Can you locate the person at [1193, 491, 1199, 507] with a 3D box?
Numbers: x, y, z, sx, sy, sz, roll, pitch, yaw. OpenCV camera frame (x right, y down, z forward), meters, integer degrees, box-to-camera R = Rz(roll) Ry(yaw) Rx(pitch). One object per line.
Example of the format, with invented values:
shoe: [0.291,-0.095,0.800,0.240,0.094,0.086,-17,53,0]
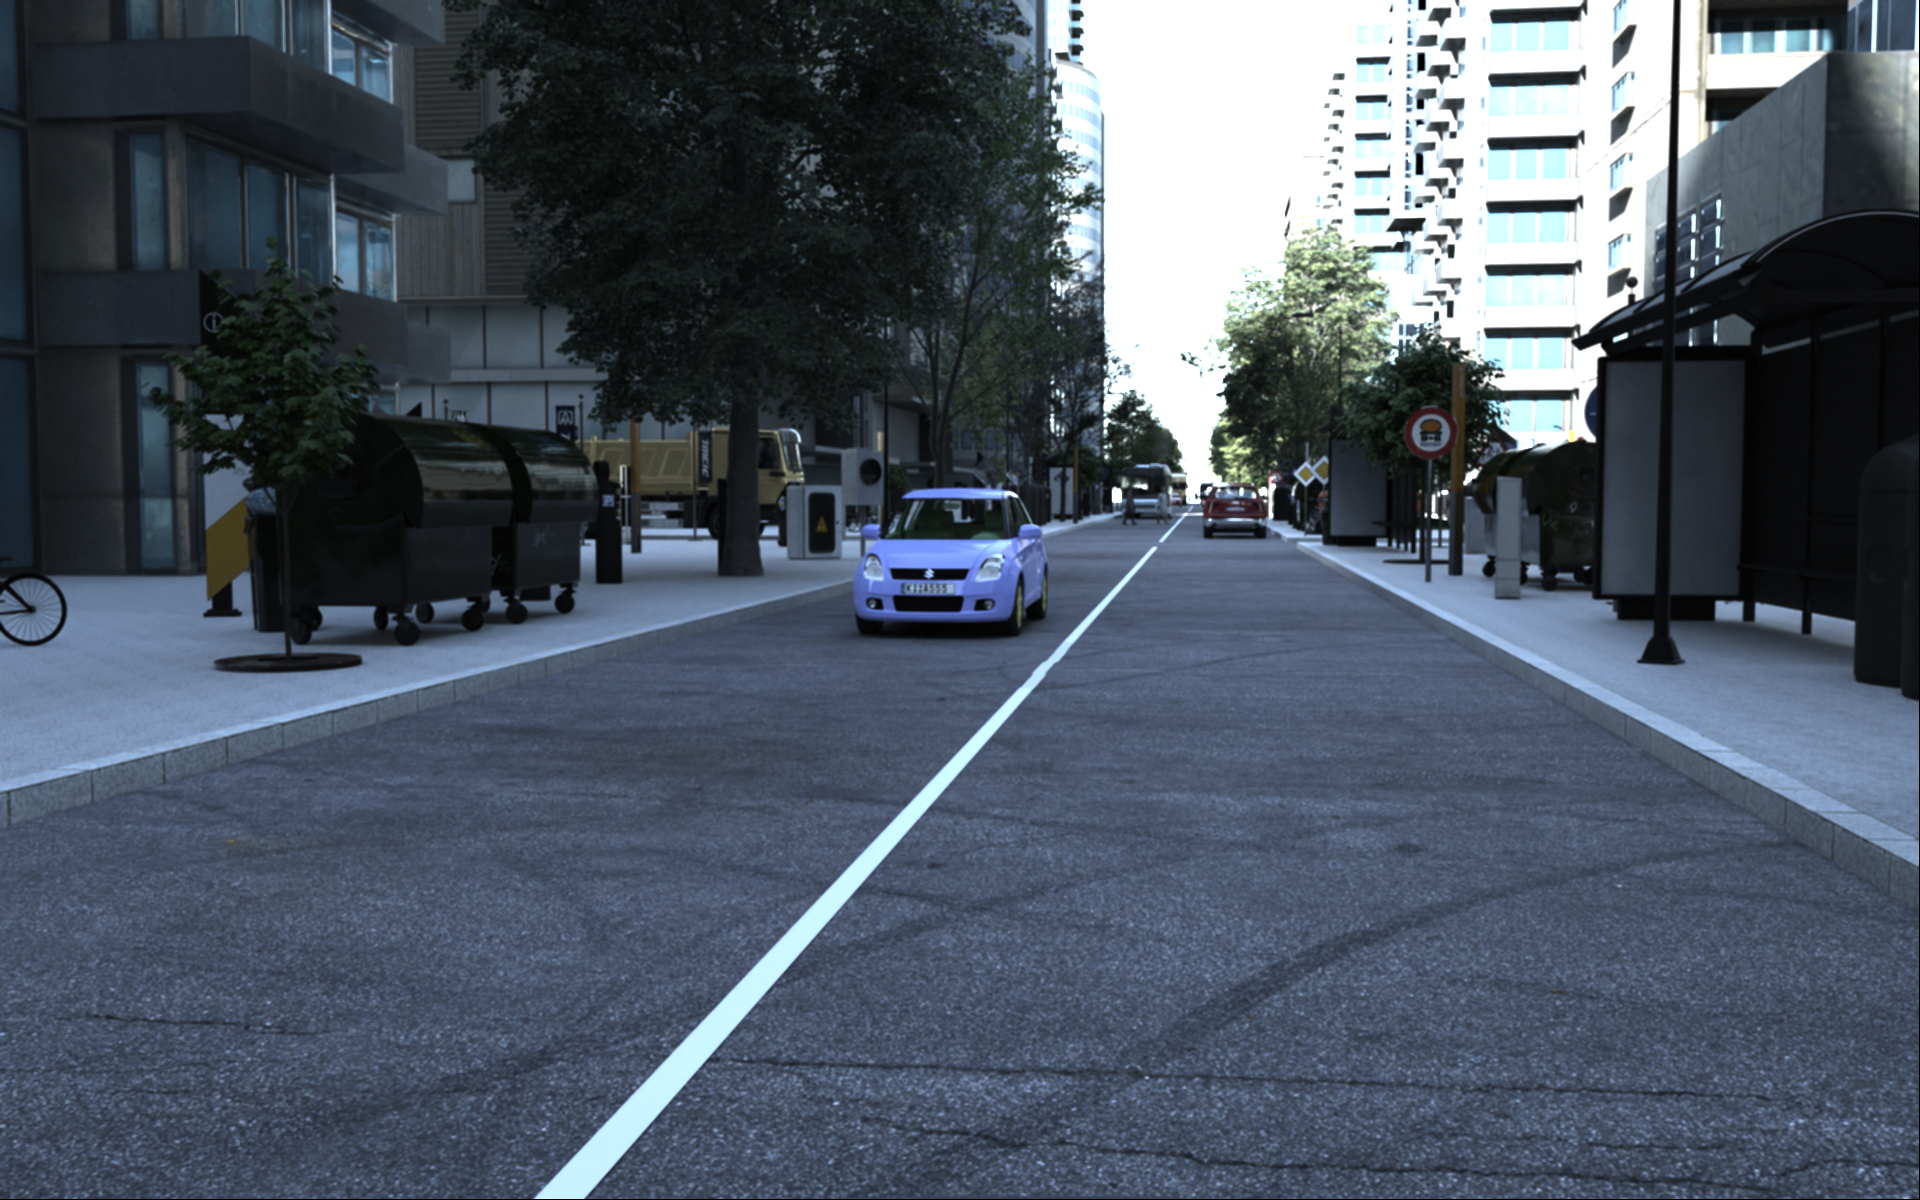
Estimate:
person: [26.844,-11.541,197.069,0.709,1.838,0.599,0,4,6]

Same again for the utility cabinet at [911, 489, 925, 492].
utility cabinet: [-1.683,-4.380,80.296,1.173,1.500,0.318,0,4,7]

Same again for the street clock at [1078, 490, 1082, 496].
street clock: [7.589,-6.473,110.407,0.358,2.002,0.471,1,4,9]

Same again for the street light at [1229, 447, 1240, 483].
street light: [22.679,-10.240,139.969,1.470,5.913,1.316,0,4,8]

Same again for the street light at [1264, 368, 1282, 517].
street light: [11.925,-5.596,64.037,1.470,5.913,1.316,0,4,8]

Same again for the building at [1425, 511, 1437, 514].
building: [40.552,-29.870,107.981,23.786,49.044,30.456,0,4,8]

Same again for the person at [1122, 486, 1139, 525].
person: [7.920,-4.396,80.479,0.767,1.812,0.694,1,4,9]

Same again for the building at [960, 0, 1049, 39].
building: [-4.380,-36.793,143.570,21.231,58.520,28.212,0,4,8]

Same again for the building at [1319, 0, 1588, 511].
building: [48.123,-33.942,174.559,23.786,49.044,30.456,0,4,8]

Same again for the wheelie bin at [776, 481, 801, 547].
wheelie bin: [-4.055,-2.112,42.438,0.693,1.594,0.980,1,4,22]

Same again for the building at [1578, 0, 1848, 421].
building: [36.331,-27.134,67.350,21.600,48.544,21.300,0,4,8]

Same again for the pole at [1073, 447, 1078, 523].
pole: [5.050,-5.002,75.621,0.158,3.312,0.155,0,3,0]

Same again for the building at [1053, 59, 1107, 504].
building: [8.383,-42.362,234.618,21.231,58.520,28.212,0,4,8]

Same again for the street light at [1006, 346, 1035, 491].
street light: [2.018,-4.979,53.944,1.470,5.913,1.316,0,4,8]

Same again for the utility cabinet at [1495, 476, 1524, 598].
utility cabinet: [6.869,-0.793,21.644,0.318,1.500,1.173,1,4,18]

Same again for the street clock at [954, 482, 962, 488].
street clock: [-0.101,-5.988,102.480,0.471,2.002,0.358,-3,5,-40]

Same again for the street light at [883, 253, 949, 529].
street light: [-0.907,-3.734,33.587,1.470,5.913,1.316,0,4,8]

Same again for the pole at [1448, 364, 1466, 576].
pole: [7.822,-2.043,27.240,0.158,3.312,0.155,0,3,0]

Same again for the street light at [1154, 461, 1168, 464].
street light: [24.346,-14.651,212.090,1.470,5.913,1.316,0,4,8]

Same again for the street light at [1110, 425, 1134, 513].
street light: [10.713,-8.779,116.075,1.470,5.913,1.316,0,4,8]

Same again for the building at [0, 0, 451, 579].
building: [-25.743,-24.950,27.534,30.456,49.044,23.786,0,4,8]

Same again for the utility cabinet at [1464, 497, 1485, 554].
utility cabinet: [11.349,-1.587,37.108,1.020,1.237,0.306,0,4,0]

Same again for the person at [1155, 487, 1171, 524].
person: [9.699,-4.520,82.750,0.694,1.780,0.624,-1,4,-20]

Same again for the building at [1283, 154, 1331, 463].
building: [56.336,-37.822,242.087,21.300,48.544,21.600,0,4,8]

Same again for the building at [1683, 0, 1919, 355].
building: [23.008,-43.053,16.596,22.319,86.520,31.000,0,4,8]

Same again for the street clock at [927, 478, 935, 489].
street clock: [-1.250,-4.397,76.456,0.358,2.002,0.471,2,4,30]

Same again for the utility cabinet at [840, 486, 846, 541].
utility cabinet: [-3.710,-2.349,47.085,1.173,1.500,0.318,-1,4,-9]

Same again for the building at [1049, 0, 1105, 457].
building: [11.333,-58.136,263.191,22.319,86.520,31.000,0,4,8]

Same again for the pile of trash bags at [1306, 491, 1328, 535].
pile of trash bags: [11.830,-2.758,54.846,1.912,1.369,3.447,1,4,21]

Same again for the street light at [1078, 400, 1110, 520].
street light: [6.457,-6.888,85.162,1.470,5.913,1.316,0,4,8]

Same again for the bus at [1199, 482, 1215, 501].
bus: [38.446,-16.709,268.058,2.948,3.499,13.247,1,4,9]

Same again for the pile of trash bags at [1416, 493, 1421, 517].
pile of trash bags: [21.311,-4.475,82.920,1.912,1.369,3.447,-1,4,-10]

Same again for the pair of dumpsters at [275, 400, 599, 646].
pair of dumpsters: [-4.933,-0.865,16.633,1.574,2.255,4.437,0,4,8]

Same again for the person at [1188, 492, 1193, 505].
person: [30.135,-13.361,227.745,1.217,1.735,0.721,-1,4,-20]

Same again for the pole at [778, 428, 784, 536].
pole: [-5.531,-3.653,53.572,0.158,3.312,0.155,0,3,0]

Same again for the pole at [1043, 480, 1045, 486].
pole: [5.144,-6.877,106.288,0.158,3.312,0.155,0,3,0]

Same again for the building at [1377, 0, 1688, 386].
building: [44.292,-50.783,142.981,22.319,86.520,31.000,0,4,8]

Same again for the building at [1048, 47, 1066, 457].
building: [-1.244,-33.846,172.986,23.786,49.044,30.456,0,4,8]

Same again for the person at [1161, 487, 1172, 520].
person: [11.463,-5.370,96.401,0.767,1.812,0.694,0,4,5]

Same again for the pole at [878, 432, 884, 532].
pole: [-2.583,-3.841,56.645,0.158,3.312,0.155,0,3,0]

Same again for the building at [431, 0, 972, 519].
building: [-14.268,-31.955,111.706,28.713,52.752,27.495,0,4,8]

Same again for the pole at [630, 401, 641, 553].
pole: [-7.038,-2.673,37.555,0.158,3.312,0.155,0,3,0]

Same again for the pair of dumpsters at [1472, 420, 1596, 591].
pair of dumpsters: [8.443,-1.357,24.678,1.574,2.255,4.437,0,4,8]

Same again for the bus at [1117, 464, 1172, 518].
bus: [11.346,-6.721,104.751,2.948,3.499,13.247,1,4,9]

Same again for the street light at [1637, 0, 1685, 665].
street light: [4.799,-2.479,13.081,1.470,5.913,1.316,0,4,8]

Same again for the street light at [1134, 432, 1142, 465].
street light: [12.613,-9.583,129.218,1.470,5.913,1.316,0,4,8]

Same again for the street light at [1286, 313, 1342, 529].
street light: [9.182,-4.397,44.438,1.470,5.913,1.316,0,4,8]

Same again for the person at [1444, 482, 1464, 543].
person: [13.290,-2.303,46.488,0.599,1.781,0.374,1,4,17]

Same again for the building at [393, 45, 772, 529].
building: [-18.256,-29.801,76.489,28.713,52.752,27.495,0,4,8]

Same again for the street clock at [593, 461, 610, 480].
street clock: [-7.786,-2.021,37.622,0.358,2.002,0.471,-2,4,-31]
